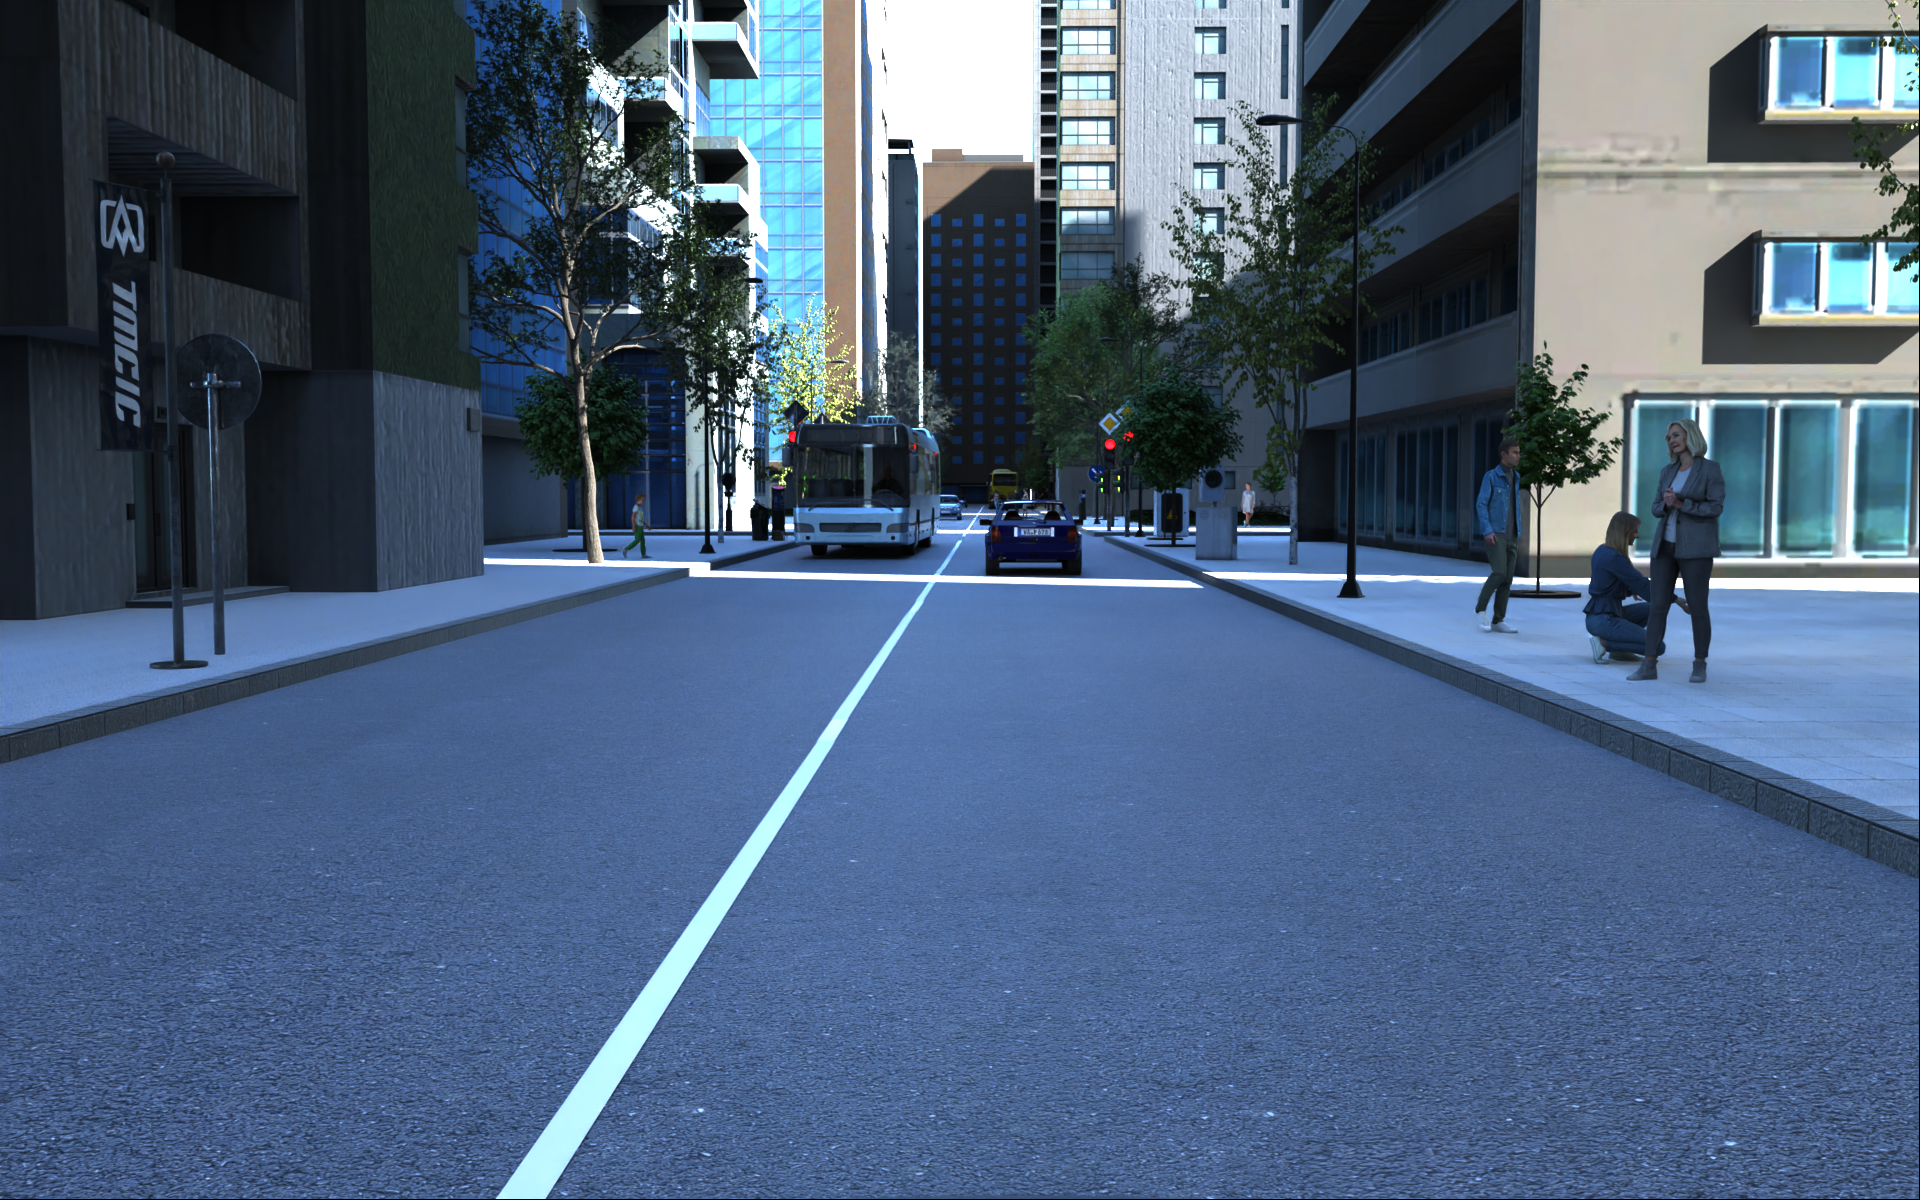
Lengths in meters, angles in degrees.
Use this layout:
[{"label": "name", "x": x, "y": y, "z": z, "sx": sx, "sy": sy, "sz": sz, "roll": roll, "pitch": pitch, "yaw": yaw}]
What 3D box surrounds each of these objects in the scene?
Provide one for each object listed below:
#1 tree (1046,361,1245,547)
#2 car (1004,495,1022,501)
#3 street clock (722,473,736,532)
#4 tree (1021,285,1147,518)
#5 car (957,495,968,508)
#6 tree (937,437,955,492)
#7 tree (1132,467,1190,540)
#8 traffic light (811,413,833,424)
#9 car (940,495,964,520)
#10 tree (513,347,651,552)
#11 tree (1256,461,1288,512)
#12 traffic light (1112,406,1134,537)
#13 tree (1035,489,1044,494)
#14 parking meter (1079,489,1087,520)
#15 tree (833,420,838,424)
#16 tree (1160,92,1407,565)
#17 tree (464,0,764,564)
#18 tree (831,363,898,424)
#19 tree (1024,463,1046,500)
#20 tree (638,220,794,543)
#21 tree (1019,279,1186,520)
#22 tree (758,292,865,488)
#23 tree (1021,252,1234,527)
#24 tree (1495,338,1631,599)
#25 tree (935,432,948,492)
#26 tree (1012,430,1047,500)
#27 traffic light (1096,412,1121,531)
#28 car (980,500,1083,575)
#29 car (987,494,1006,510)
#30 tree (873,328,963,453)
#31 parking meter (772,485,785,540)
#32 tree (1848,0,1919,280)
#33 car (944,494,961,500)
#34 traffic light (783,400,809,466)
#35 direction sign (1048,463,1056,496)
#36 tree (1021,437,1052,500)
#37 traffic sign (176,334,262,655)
[{"label": "tree", "x": 5.169, "y": -3.592, "z": 42.449, "sx": 4.285, "sy": 4.588, "sz": 4.351, "roll": 0, "pitch": 3, "yaw": 0}, {"label": "car", "x": 4.714, "y": -8.280, "z": 147.952, "sx": 1.945, "sy": 1.354, "sz": 3.894, "roll": 0, "pitch": 4, "yaw": 3}, {"label": "street clock", "x": -7.926, "y": -3.353, "z": 59.390, "sx": 0.471, "sy": 2.002, "sz": 0.358, "roll": 2, "pitch": 4, "yaw": 26}, {"label": "tree", "x": 7.044, "y": -10.786, "z": 94.481, "sx": 7.486, "sy": 12.596, "sz": 7.792, "roll": 0, "pitch": 3, "yaw": 0}, {"label": "car", "x": -0.060, "y": -10.571, "z": 185.412, "sx": 1.945, "sy": 1.354, "sz": 3.894, "roll": 0, "pitch": 4, "yaw": 1}, {"label": "tree", "x": -3.020, "y": -16.030, "z": 212.453, "sx": 4.360, "sy": 8.622, "sz": 3.978, "roll": 0, "pitch": 3, "yaw": 0}, {"label": "tree", "x": 5.619, "y": -3.298, "z": 48.526, "sx": 1.663, "sy": 3.219, "sz": 1.824, "roll": 0, "pitch": 3, "yaw": 0}, {"label": "traffic light", "x": -4.741, "y": -4.332, "z": 59.742, "sx": 0.839, "sy": 4.253, "sz": 0.868, "roll": 0, "pitch": 4, "yaw": 1}, {"label": "car", "x": -0.766, "y": -5.165, "z": 96.450, "sx": 2.014, "sy": 1.417, "sz": 4.499, "roll": 0, "pitch": 4, "yaw": 1}, {"label": "tree", "x": -8.433, "y": -3.378, "z": 38.946, "sx": 4.285, "sy": 4.588, "sz": 4.351, "roll": 0, "pitch": 3, "yaw": 0}, {"label": "tree", "x": 15.546, "y": -5.609, "z": 86.304, "sx": 1.663, "sy": 3.219, "sz": 1.824, "roll": 0, "pitch": 3, "yaw": 0}, {"label": "traffic light", "x": 4.973, "y": -3.833, "z": 51.595, "sx": 0.839, "sy": 4.253, "sz": 0.868, "roll": 0, "pitch": 4, "yaw": 1}, {"label": "tree", "x": 9.135, "y": -12.543, "z": 199.681, "sx": 1.663, "sy": 3.219, "sz": 1.824, "roll": 0, "pitch": 3, "yaw": 0}, {"label": "parking meter", "x": 6.092, "y": -4.744, "z": 85.973, "sx": 0.372, "sy": 1.533, "sz": 0.369, "roll": 0, "pitch": 3, "yaw": 0}, {"label": "tree", "x": -5.457, "y": -5.681, "z": 76.599, "sx": 4.285, "sy": 4.588, "sz": 4.351, "roll": 0, "pitch": 3, "yaw": 0}, {"label": "tree", "x": 5.826, "y": -4.950, "z": 31.293, "sx": 4.737, "sy": 8.622, "sz": 4.395, "roll": 0, "pitch": 3, "yaw": 0}, {"label": "tree", "x": -7.046, "y": -5.949, "z": 31.682, "sx": 7.601, "sy": 10.594, "sz": 8.767, "roll": 1, "pitch": 4, "yaw": 9}, {"label": "tree", "x": -5.214, "y": -8.946, "z": 96.625, "sx": 4.360, "sy": 8.622, "sz": 3.978, "roll": 0, "pitch": 3, "yaw": 0}, {"label": "tree", "x": 8.451, "y": -12.260, "z": 184.159, "sx": 4.285, "sy": 4.588, "sz": 4.351, "roll": 0, "pitch": 3, "yaw": 0}, {"label": "tree", "x": -6.260, "y": -5.793, "z": 45.073, "sx": 4.360, "sy": 8.622, "sz": 3.978, "roll": 0, "pitch": 3, "yaw": 0}, {"label": "tree", "x": 7.068, "y": -9.741, "z": 85.020, "sx": 9.928, "sy": 11.665, "sz": 9.643, "roll": 0, "pitch": 3, "yaw": 0}, {"label": "tree", "x": -5.760, "y": -6.958, "z": 64.127, "sx": 4.737, "sy": 8.622, "sz": 4.395, "roll": 0, "pitch": 3, "yaw": 0}, {"label": "tree", "x": 6.071, "y": -8.120, "z": 67.179, "sx": 8.767, "sy": 10.594, "sz": 7.601, "roll": -3, "pitch": 4, "yaw": -36}, {"label": "tree", "x": 7.184, "y": -1.649, "z": 21.564, "sx": 1.663, "sy": 3.219, "sz": 1.824, "roll": 0, "pitch": 3, "yaw": 0}, {"label": "tree", "x": -3.184, "y": -14.716, "z": 190.967, "sx": 4.737, "sy": 8.622, "sz": 4.395, "roll": 0, "pitch": 3, "yaw": 0}, {"label": "tree", "x": 7.930, "y": -14.804, "z": 192.409, "sx": 4.737, "sy": 8.622, "sz": 4.395, "roll": 0, "pitch": 3, "yaw": 0}, {"label": "traffic light", "x": 5.119, "y": -4.322, "z": 59.579, "sx": 0.839, "sy": 4.253, "sz": 0.868, "roll": 0, "pitch": 4, "yaw": 1}, {"label": "car", "x": 1.332, "y": -1.191, "z": 32.051, "sx": 1.945, "sy": 1.354, "sz": 3.894, "roll": 0, "pitch": 4, "yaw": 1}, {"label": "car", "x": 3.551, "y": -9.309, "z": 161.982, "sx": 2.009, "sy": 1.686, "sz": 4.222, "roll": 0, "pitch": 4, "yaw": -1}, {"label": "tree", "x": -4.784, "y": -13.279, "z": 127.477, "sx": 12.009, "sy": 13.543, "sz": 11.850, "roll": 0, "pitch": 3, "yaw": 0}, {"label": "parking meter", "x": -5.091, "y": -2.455, "z": 48.547, "sx": 0.372, "sy": 1.533, "sz": 0.369, "roll": 0, "pitch": 3, "yaw": 0}, {"label": "tree", "x": 13.354, "y": -4.380, "z": 21.984, "sx": 4.737, "sy": 8.622, "sz": 4.395, "roll": 0, "pitch": 3, "yaw": 0}, {"label": "car", "x": -0.894, "y": -8.864, "z": 154.709, "sx": 2.009, "sy": 1.686, "sz": 4.222, "roll": 0, "pitch": 4, "yaw": 1}, {"label": "traffic light", "x": -4.887, "y": -3.843, "z": 51.758, "sx": 0.839, "sy": 4.253, "sz": 0.868, "roll": 0, "pitch": 4, "yaw": 1}, {"label": "direction sign", "x": 6.420, "y": -7.727, "z": 118.328, "sx": 0.876, "sy": 3.537, "sz": 0.379, "roll": 3, "pitch": 4, "yaw": 36}, {"label": "tree", "x": 9.247, "y": -15.995, "z": 211.878, "sx": 4.360, "sy": 8.622, "sz": 3.978, "roll": 0, "pitch": 3, "yaw": 0}, {"label": "traffic sign", "x": -5.923, "y": -0.836, "z": 13.782, "sx": 0.768, "sy": 2.556, "sz": 0.104, "roll": 0, "pitch": 4, "yaw": 5}]
